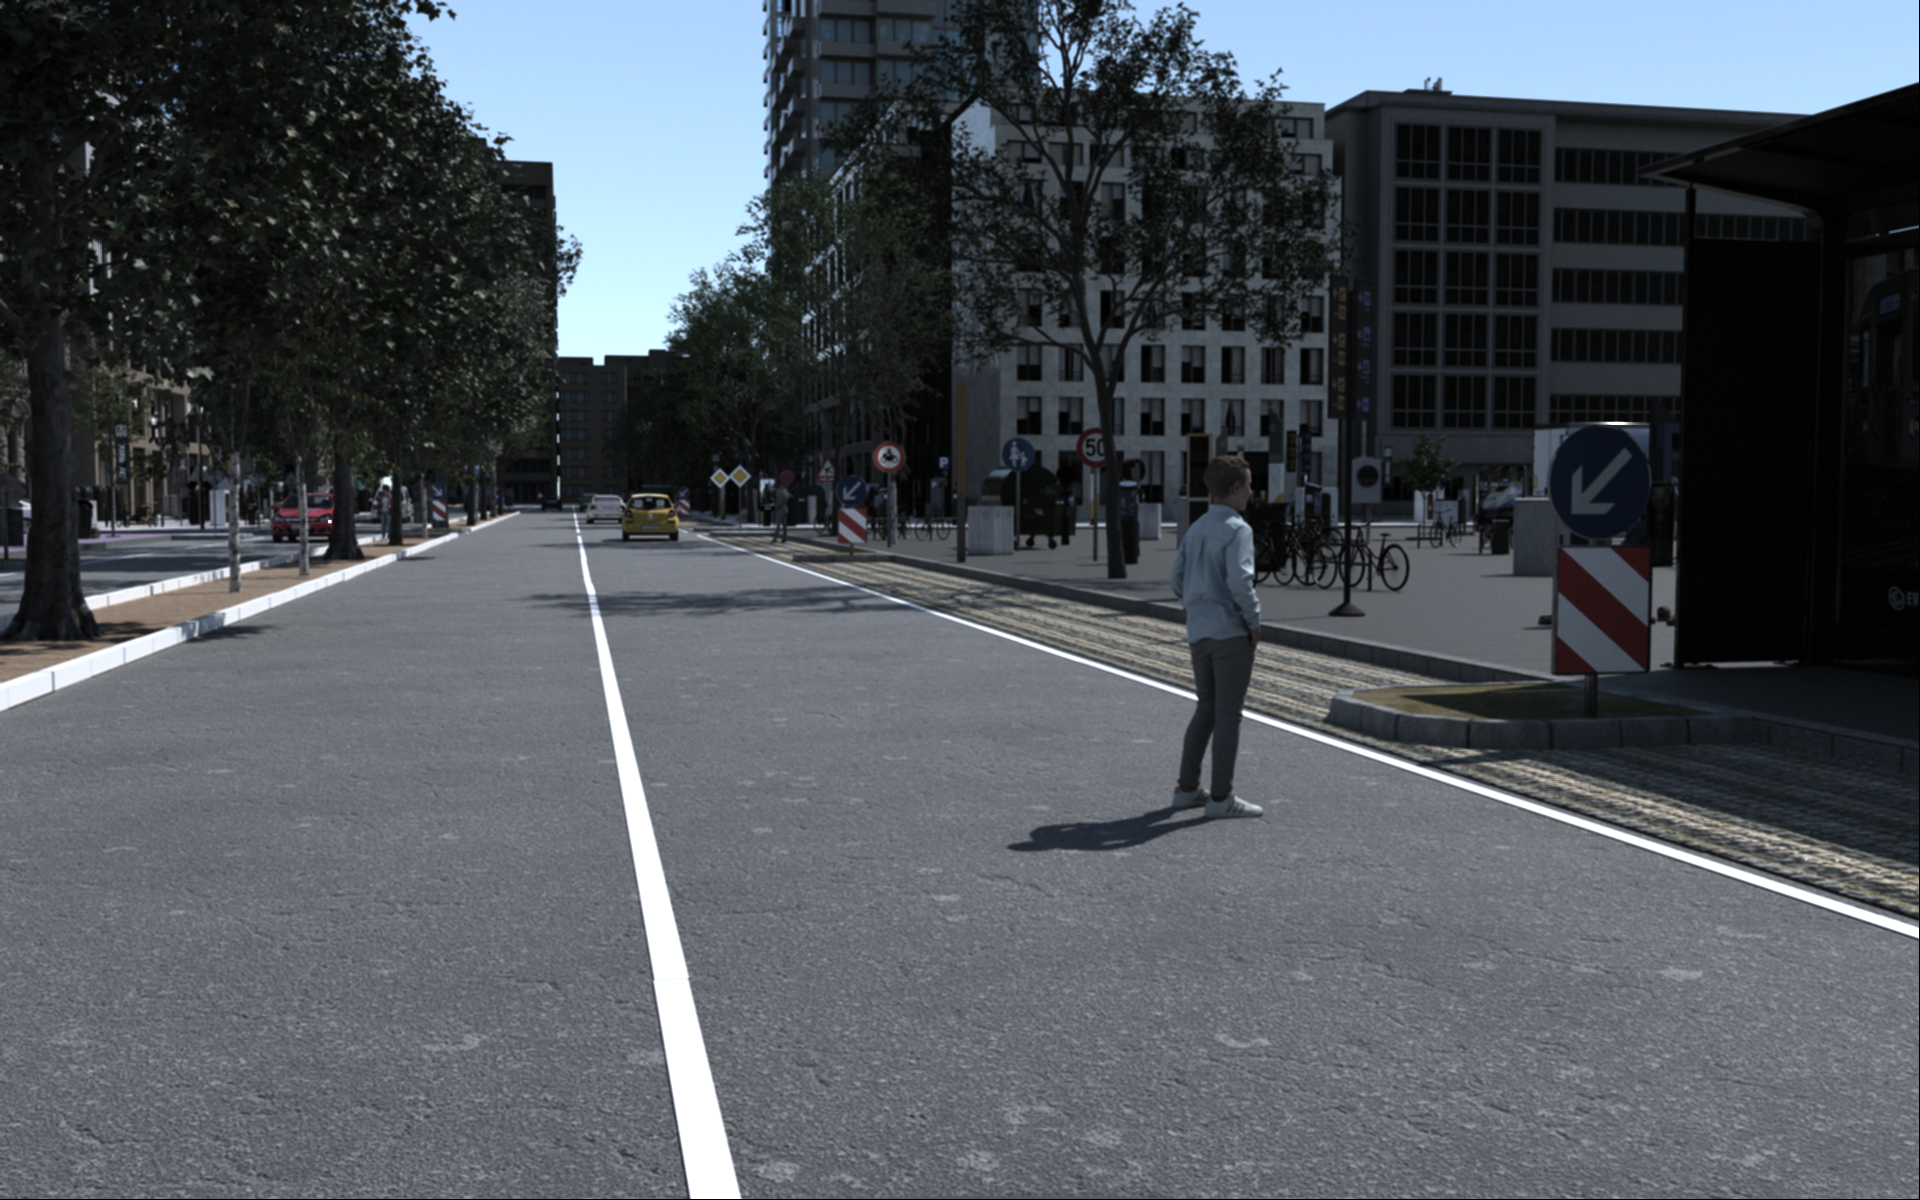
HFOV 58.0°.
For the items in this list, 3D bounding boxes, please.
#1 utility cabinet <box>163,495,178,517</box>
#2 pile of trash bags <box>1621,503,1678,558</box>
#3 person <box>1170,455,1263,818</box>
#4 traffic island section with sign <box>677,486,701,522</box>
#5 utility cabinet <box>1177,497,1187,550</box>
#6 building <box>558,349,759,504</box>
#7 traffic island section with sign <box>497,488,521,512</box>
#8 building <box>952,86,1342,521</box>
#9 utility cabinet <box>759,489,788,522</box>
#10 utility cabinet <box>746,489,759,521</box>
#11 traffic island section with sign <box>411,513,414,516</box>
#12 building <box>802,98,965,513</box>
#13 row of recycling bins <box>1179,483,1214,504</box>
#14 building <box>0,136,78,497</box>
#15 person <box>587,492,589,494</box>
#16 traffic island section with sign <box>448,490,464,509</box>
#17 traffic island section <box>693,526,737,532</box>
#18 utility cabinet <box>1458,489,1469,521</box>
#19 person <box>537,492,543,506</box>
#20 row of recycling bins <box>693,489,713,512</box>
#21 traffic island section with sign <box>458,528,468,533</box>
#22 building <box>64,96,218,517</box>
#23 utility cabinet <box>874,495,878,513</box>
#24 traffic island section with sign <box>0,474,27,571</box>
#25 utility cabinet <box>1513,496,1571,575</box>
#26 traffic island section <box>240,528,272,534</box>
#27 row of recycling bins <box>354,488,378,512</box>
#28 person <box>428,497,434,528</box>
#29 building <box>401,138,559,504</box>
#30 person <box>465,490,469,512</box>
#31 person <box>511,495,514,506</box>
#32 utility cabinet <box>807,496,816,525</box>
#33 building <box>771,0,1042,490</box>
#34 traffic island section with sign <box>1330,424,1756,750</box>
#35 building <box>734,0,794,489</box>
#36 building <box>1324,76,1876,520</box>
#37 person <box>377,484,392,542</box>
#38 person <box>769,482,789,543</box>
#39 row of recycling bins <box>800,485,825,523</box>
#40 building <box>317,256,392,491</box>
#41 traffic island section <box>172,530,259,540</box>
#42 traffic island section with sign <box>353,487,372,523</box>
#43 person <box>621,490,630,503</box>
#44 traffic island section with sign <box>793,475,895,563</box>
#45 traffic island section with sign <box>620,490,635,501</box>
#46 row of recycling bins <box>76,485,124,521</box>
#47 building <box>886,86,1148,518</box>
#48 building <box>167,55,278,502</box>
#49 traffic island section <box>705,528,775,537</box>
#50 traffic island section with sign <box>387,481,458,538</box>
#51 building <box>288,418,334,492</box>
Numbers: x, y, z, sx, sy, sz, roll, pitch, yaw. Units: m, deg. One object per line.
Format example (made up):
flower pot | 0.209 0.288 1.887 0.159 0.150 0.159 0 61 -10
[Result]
utility cabinet | -44.956 -5.360 98.792 1.020 1.237 0.306 1 4 15
pile of trash bags | 13.852 -1.443 33.344 1.912 1.369 3.447 2 4 31
person | 1.172 0.159 7.711 0.330 1.601 0.589 -1 4 -16
traffic island section with sign | -14.606 -5.014 90.614 1.989 1.847 2.006 -1 4 -13
utility cabinet | 5.455 -1.783 40.314 0.306 1.237 1.020 3 5 42
building | -42.441 -24.614 247.480 28.899 21.520 27.650 -1 4 -13
traffic island section with sign | -35.745 -7.898 137.274 2.006 1.907 1.989 -1 4 -13
building | 8.920 -14.169 86.407 16.860 20.320 10.420 -1 4 -13
utility cabinet | -8.518 -4.333 79.525 1.173 1.500 0.318 -1 4 -18
utility cabinet | -9.625 -4.511 82.437 1.173 1.500 0.318 2 4 32
traffic island section with sign | -36.480 -6.402 113.296 1.989 1.847 2.006 -1 4 -13
building | 0.133 -19.759 127.582 19.350 26.468 34.151 -1 4 -13
row of recycling bins | 8.092 -3.089 57.617 1.069 1.692 3.534 0 4 -6
building | -48.210 -15.252 78.248 11.050 23.489 19.941 -1 4 -13
person | -44.131 -11.979 205.069 1.217 1.735 0.721 2 4 28
traffic island section with sign | -47.481 -9.398 162.281 1.989 1.847 2.006 -1 4 -13
traffic island section | -9.185 -2.708 66.562 2.009 0.180 2.903 -1 4 -13
utility cabinet | 24.048 -4.533 82.798 0.318 1.500 1.173 0 4 4
person | -51.469 -12.388 211.984 0.756 1.711 0.436 2 4 32
row of recycling bins | -19.436 -7.536 130.324 1.069 1.692 3.534 -1 4 -15
traffic island section with sign | -19.253 -3.414 63.961 2.006 1.907 1.989 -1 4 -13
building | -58.298 -18.339 104.360 19.350 26.468 34.151 -1 4 -13
utility cabinet | -3.866 -4.713 88.217 1.020 1.237 0.306 0 4 -4
traffic island section with sign | -18.485 -1.510 33.319 1.989 1.847 2.006 -1 4 -13
utility cabinet | 9.317 -0.997 27.456 1.020 1.237 0.306 1 4 12
traffic island section | -25.472 -2.486 62.919 2.009 0.180 2.903 -1 4 -13
row of recycling bins | -42.501 -7.095 123.111 3.534 1.692 1.069 1 4 13
person | -20.876 -3.607 68.479 0.512 1.701 0.522 2 4 28
building | -66.367 -37.570 237.976 21.600 48.544 21.300 -1 4 -13
person | -38.683 -7.797 136.160 0.592 1.802 0.473 -2 4 -35
person | -54.478 -12.342 210.157 0.709 1.838 0.599 1 4 11
utility cabinet | -6.207 -3.764 72.703 0.306 1.237 1.020 -1 4 -10
building | -5.600 -33.216 162.696 23.786 49.044 30.456 -1 4 -13
traffic island section with sign | 3.386 -0.123 10.632 1.989 1.847 2.006 -1 4 -13
building | -13.135 -53.756 191.586 22.319 86.520 31.000 -1 4 -13
building | 32.144 -16.783 93.469 30.058 24.678 14.314 -1 4 -13
person | -17.219 -2.611 52.030 0.563 1.720 0.643 0 4 -2
person | -5.279 -2.551 50.483 0.573 1.790 0.520 0 4 -5
row of recycling bins | -6.790 -4.348 78.211 1.069 1.692 3.534 -1 4 -13
building | -92.810 -37.528 233.186 30.456 49.044 23.786 -1 4 -13
traffic island section | -23.721 -2.009 55.128 2.009 0.180 2.903 -1 4 -13
traffic island section with sign | -30.563 -4.793 86.996 1.989 1.847 2.006 -1 4 -13
person | -31.794 -9.540 164.463 0.705 1.826 1.348 3 4 36
traffic island section with sign | -2.529 -1.731 36.932 1.989 1.847 2.006 -1 4 -13
traffic island section with sign | -31.667 -9.656 166.508 1.989 1.847 2.006 -1 4 -13
row of recycling bins | -40.641 -4.520 81.014 1.069 1.692 3.534 1 4 15
building | 3.053 -16.703 102.764 12.332 23.373 15.834 -1 4 -13
building | -69.016 -50.866 144.336 22.319 86.520 31.000 -1 4 -13
traffic island section | -7.433 -2.232 58.771 2.009 0.180 2.903 -1 4 -13
traffic island section with sign | -17.637 -2.972 56.732 2.006 1.907 1.989 -1 4 -13
building | -80.140 -20.455 179.472 28.899 21.520 27.650 -1 4 -13
